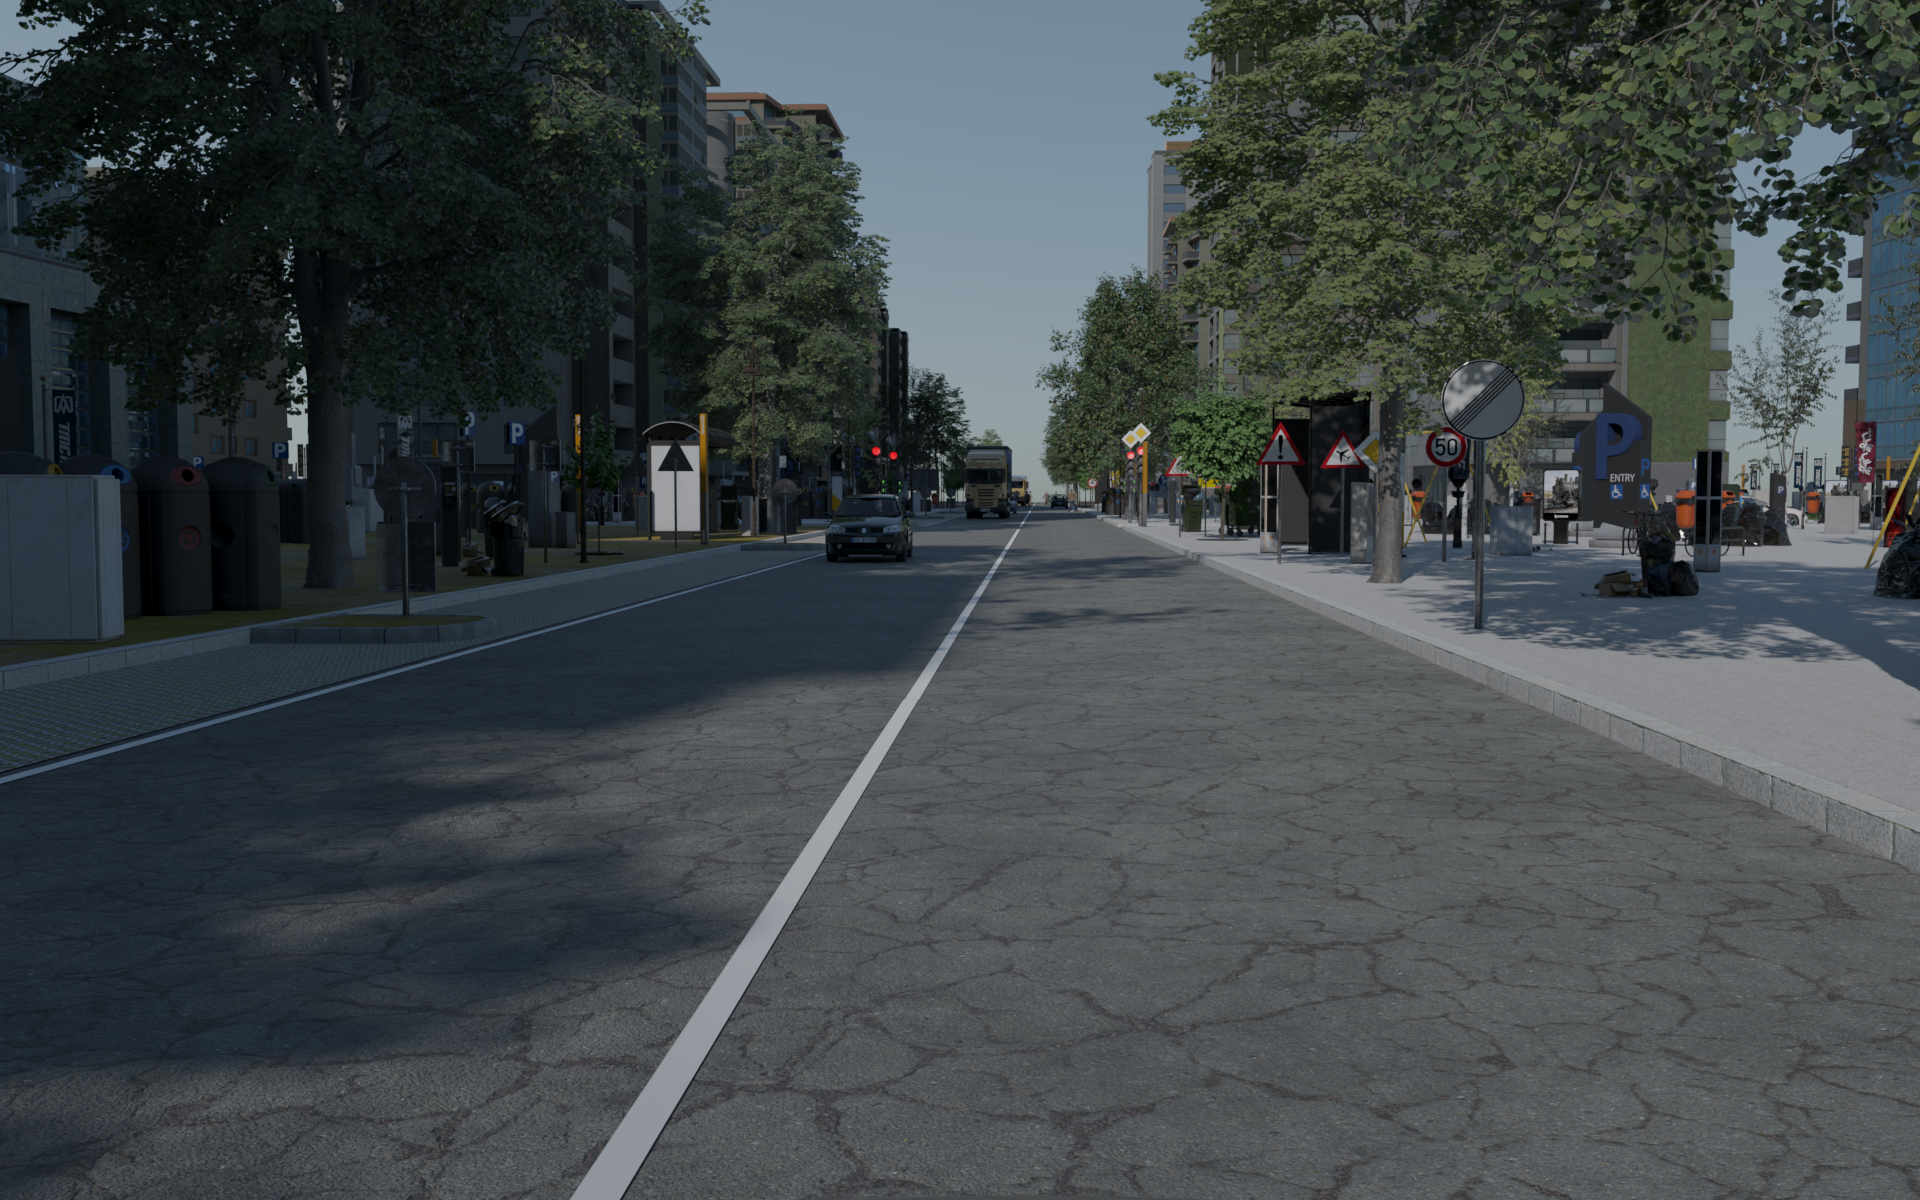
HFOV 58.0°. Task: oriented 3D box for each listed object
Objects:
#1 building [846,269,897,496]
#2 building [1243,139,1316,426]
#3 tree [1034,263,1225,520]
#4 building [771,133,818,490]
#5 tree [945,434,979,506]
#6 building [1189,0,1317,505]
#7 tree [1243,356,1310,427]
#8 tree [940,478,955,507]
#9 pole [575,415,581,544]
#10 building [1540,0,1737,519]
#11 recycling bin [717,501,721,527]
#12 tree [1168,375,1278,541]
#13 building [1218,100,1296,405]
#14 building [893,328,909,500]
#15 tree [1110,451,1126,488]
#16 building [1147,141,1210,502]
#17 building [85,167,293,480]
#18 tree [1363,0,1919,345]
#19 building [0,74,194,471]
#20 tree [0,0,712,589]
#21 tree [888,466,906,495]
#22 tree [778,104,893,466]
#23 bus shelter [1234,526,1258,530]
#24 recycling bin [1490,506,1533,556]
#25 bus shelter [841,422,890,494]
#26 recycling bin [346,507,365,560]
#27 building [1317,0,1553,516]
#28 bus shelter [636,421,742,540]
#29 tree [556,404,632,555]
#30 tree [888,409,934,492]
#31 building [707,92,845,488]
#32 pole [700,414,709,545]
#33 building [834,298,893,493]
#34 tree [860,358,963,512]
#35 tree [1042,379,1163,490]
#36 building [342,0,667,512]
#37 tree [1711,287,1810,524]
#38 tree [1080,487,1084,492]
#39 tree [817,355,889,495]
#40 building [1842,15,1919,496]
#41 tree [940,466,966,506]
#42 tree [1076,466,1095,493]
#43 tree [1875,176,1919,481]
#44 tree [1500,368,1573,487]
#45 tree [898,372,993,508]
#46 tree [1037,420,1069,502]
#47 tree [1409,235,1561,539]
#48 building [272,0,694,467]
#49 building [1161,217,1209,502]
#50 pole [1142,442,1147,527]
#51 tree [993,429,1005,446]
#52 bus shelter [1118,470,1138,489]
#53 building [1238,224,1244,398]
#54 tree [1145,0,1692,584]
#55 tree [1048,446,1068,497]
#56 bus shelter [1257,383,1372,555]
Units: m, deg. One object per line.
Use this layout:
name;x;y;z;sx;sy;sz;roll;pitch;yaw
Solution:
building;-26.074;-35.794;277.114;32.217;40.220;23.993;0;4;3
building;31.666;-22.729;143.315;14.160;30.474;14.107;0;4;3
tree;8.534;-10.363;86.444;9.611;12.733;9.660;0;3;0
building;-30.328;-28.937;165.006;32.217;40.220;23.993;0;4;3
tree;-0.032;-14.455;186.698;4.737;8.622;4.395;0;3;0
building;37.888;-46.605;200.244;20.563;71.187;20.611;0;4;3
tree;16.459;-8.534;89.894;4.737;8.622;4.395;0;3;0
tree;-1.121;-11.161;177.081;1.663;3.219;1.824;0;3;0
pole;-9.796;-3.105;44.608;0.158;3.312;0.155;0;3;0
building;32.255;-25.073;93.540;14.086;41.232;14.154;0;4;3
recycling bin;-9.132;-3.377;67.774;0.722;1.027;0.722;0;3;0
tree;7.234;-3.925;47.884;4.285;4.588;4.351;0;3;0
building;34.317;-30.562;183.276;14.154;41.232;14.086;0;4;3
building;-16.246;-32.067;295.989;14.160;30.474;14.107;0;4;3
tree;11.543;-10.881;128.271;4.737;8.622;4.395;0;3;0
building;42.341;-46.042;294.790;21.231;58.520;28.212;0;4;3
building;-61.606;-16.037;107.245;28.899;21.520;27.650;0;4;3
tree;6.125;-6.279;9.319;9.857;13.997;8.962;0;3;0
building;-41.118;-44.721;43.855;31.000;86.520;22.319;0;4;3
tree;-8.563;-7.143;23.437;9.857;13.997;8.962;0;3;0
tree;-4.387;-6.882;107.115;1.663;3.219;1.824;0;3;0
tree;-6.659;-9.281;58.398;9.857;13.997;8.962;0;3;0
bus shelter;10.272;-4.016;59.581;2.014;3.302;5.546;0;4;3
recycling bin;11.589;-1.460;36.417;0.722;1.027;0.722;0;4;3
bus shelter;-5.365;-7.421;98.972;2.179;5.291;8.768;0;4;3
recycling bin;-12.190;-1.315;34.048;0.722;1.027;0.722;3;5;44
building;31.730;-26.747;120.904;14.154;41.232;14.086;0;4;3
bus shelter;-7.838;-3.472;50.687;2.014;3.302;5.546;0;4;3
tree;-7.593;-2.580;36.789;1.663;3.219;1.824;0;3;0
tree;-3.527;-11.388;136.558;4.360;8.622;3.978;0;3;0
building;-24.587;-32.835;191.470;22.147;44.769;28.867;0;4;3
pole;-6.500;-3.070;44.033;0.158;3.312;0.155;0;3;0
building;-18.110;-29.743;258.005;14.160;30.474;14.107;0;4;3
tree;-3.575;-11.341;119.830;8.767;10.594;7.601;2;4;34
tree;10.710;-11.399;120.793;7.601;10.594;8.767;2;4;24
building;-25.087;-19.945;97.803;14.160;30.474;14.107;0;4;3
tree;28.408;-6.685;59.667;4.360;8.622;3.978;0;3;0
tree;13.875;-13.892;177.499;4.360;8.622;3.978;0;3;0
tree;-5.373;-8.341;86.742;4.737;8.622;4.395;0;3;0
building;58.817;-27.139;93.838;14.200;45.320;14.600;0;4;3
tree;-0.567;-12.106;181.639;4.285;4.588;4.351;0;3;0
tree;11.996;-10.634;157.585;4.285;4.588;4.351;0;3;0
tree;21.606;-5.319;37.332;4.360;8.622;3.978;0;3;0
tree;27.310;-8.194;84.333;4.360;8.622;3.978;0;3;0
tree;-2.466;-14.896;161.682;7.486;12.596;7.792;0;3;0
tree;17.705;-22.843;283.852;12.009;13.543;11.850;0;3;0
tree;14.425;-6.030;48.955;4.737;8.622;4.395;0;3;0
building;-32.726;-27.018;133.618;32.217;40.220;23.993;0;4;3
building;42.456;-37.430;266.608;22.147;44.769;28.867;0;4;3
pole;7.206;-4.508;67.547;0.158;3.312;0.155;0;3;0
tree;5.221;-23.411;300.890;7.486;12.596;7.792;0;3;0
bus shelter;13.689;-9.911;139.680;2.179;5.291;8.768;0;4;3
building;34.131;-24.332;169.527;14.160;30.474;14.107;0;4;3
tree;6.362;-6.537;25.008;7.486;12.596;7.792;0;3;0
tree;18.621;-22.779;298.190;9.928;11.665;9.643;0;3;0
bus shelter;8.062;-2.967;39.786;1.731;3.624;6.357;0;4;3
